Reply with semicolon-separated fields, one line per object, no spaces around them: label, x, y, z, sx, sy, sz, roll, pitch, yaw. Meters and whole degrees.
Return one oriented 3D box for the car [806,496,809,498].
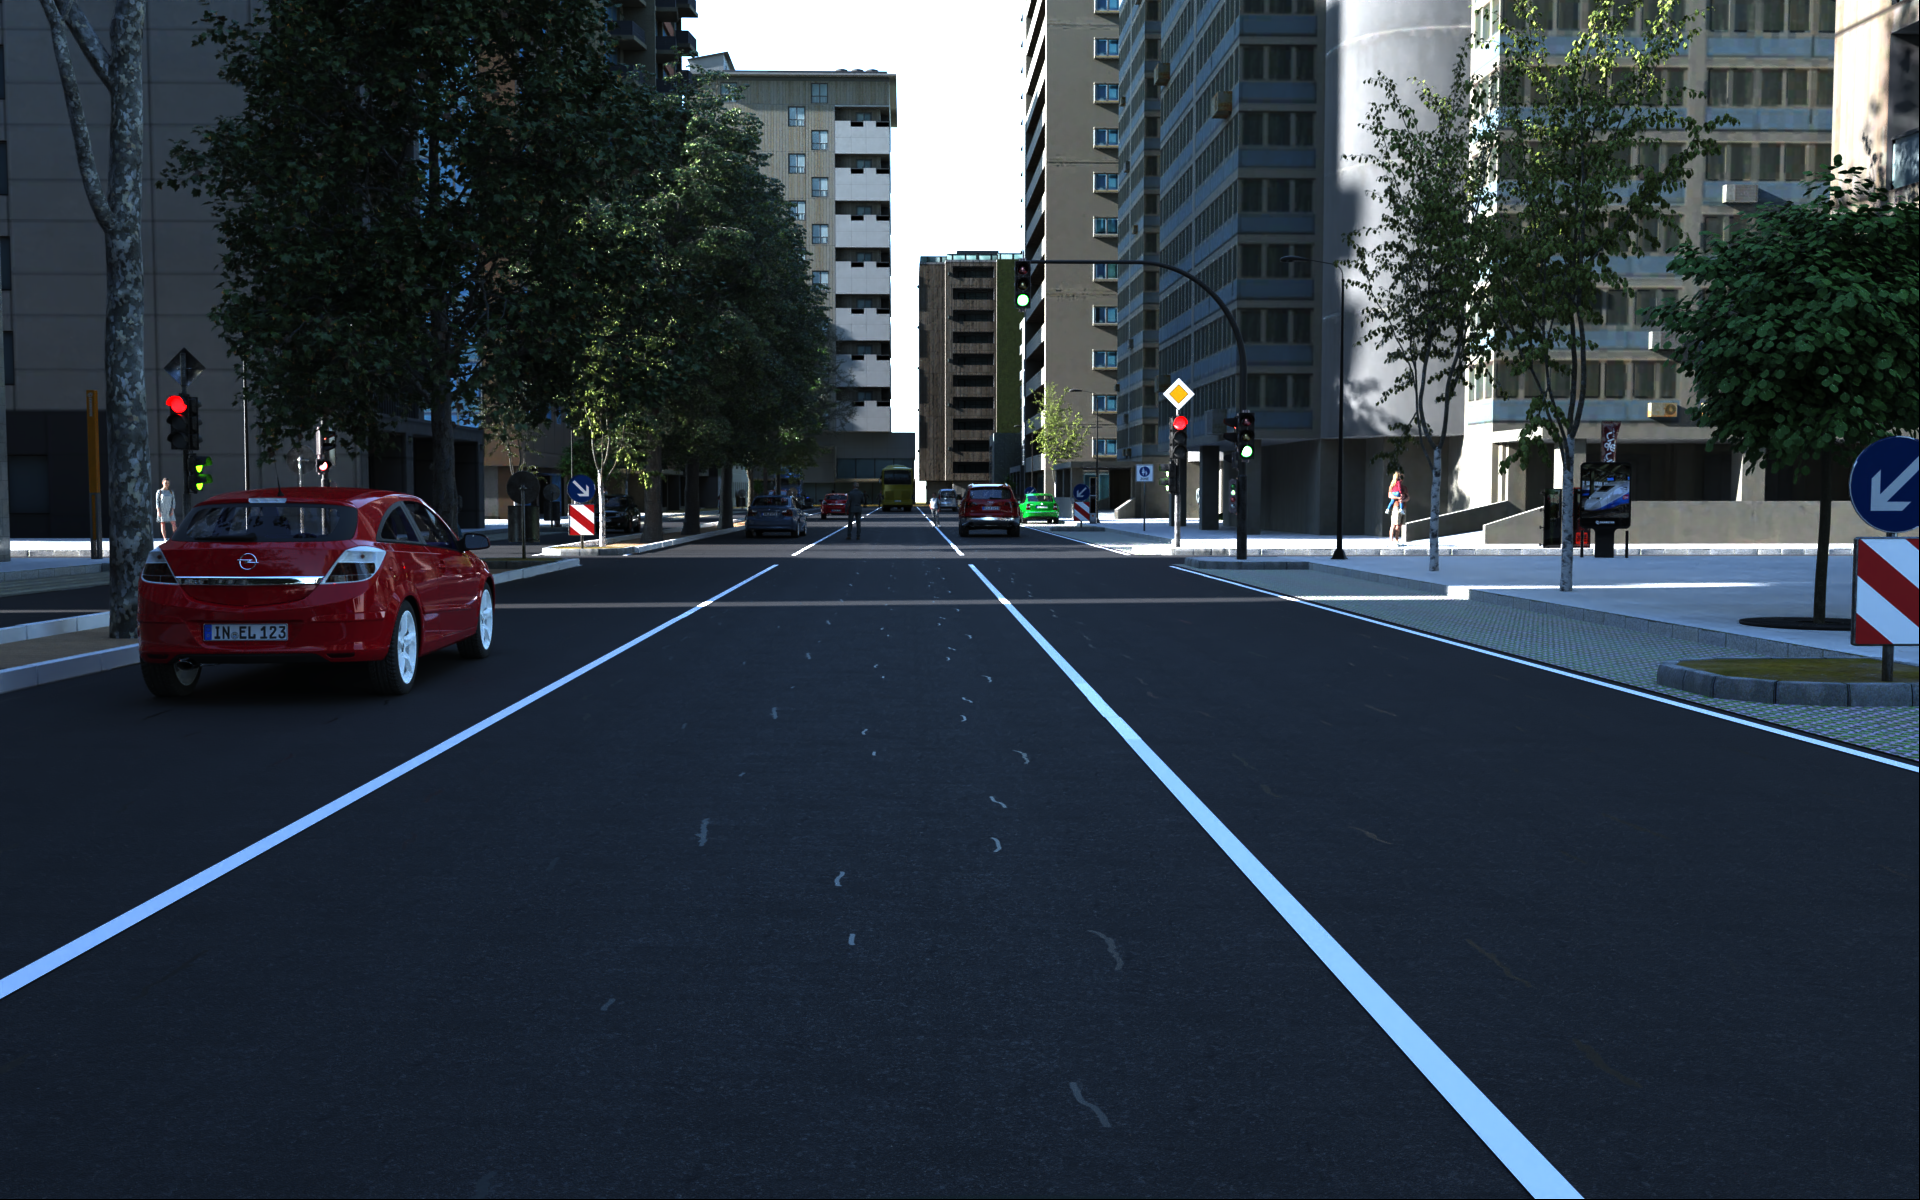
car;-17.195;-10.807;186.290;1.945;1.707;3.694;0;4;-1

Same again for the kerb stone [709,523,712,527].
kerb stone;-11.032;-3.252;75.364;0.120;0.150;1.000;0;4;-2

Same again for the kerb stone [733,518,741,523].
kerb stone;-11.459;-4.063;88.669;0.120;0.150;1.000;0;4;-2

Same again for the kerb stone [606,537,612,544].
kerb stone;-10.217;-1.683;49.753;0.120;0.150;1.000;0;4;-2

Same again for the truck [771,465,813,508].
truck;-16.085;-10.910;168.135;2.967;4.110;18.799;0;4;-1

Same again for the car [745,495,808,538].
car;-6.152;-2.814;58.012;2.014;1.417;4.499;0;3;0

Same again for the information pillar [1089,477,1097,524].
information pillar;5.792;-4.328;75.250;0.304;2.012;0.304;1;4;11

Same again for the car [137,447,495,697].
car;-4.930;-0.290;13.774;2.155;1.783;4.494;0;4;-4

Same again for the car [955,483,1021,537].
car;0.981;-3.122;59.717;2.281;1.827;5.304;0;4;-1

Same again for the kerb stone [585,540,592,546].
kerb stone;-10.124;-1.497;46.669;0.120;0.150;1.000;0;4;-2

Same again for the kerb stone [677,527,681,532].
kerb stone;-10.701;-2.620;65.096;0.120;0.150;1.000;0;4;-2

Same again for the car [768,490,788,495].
car;-15.310;-8.389;145.835;2.281;1.827;5.304;0;4;-3

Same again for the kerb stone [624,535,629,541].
kerb stone;-10.311;-1.873;52.822;0.120;0.150;1.000;0;4;-2

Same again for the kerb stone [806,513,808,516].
kerb stone;-10.196;-5.700;115.407;0.120;0.150;1.000;0;4;-2

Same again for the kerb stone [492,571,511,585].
kerb stone;-7.425;-0.337;27.820;0.120;0.150;1.000;0;4;-2

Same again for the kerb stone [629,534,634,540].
kerb stone;-10.344;-1.936;53.844;0.120;0.150;1.000;0;4;-2

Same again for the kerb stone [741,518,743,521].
kerb stone;-11.479;-4.126;89.691;0.120;0.150;1.000;0;4;-2

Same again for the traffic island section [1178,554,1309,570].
traffic island section;5.544;-0.718;34.023;2.009;0.180;2.903;0;4;-2

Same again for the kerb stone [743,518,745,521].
kerb stone;-11.522;-4.191;90.722;0.120;0.150;1.000;0;4;-2

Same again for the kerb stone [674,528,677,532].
kerb stone;-10.672;-2.561;64.073;0.120;0.150;1.000;0;4;-2

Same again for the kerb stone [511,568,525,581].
kerb stone;-7.459;-0.407;28.850;0.120;0.150;1.000;0;4;-2

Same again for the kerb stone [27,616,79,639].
kerb stone;-9.192;0.292;17.429;0.120;0.150;1.000;0;4;-2

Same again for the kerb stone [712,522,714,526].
kerb stone;-11.058;-3.312;76.386;0.120;0.150;1.000;0;4;-2

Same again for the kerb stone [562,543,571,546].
kerb stone;-10.018;-1.308;43.597;0.120;0.150;1.000;0;4;-2

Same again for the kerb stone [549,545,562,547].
kerb stone;-9.995;-1.246;42.572;0.120;0.150;1.000;0;4;-2

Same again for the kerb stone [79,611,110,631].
kerb stone;-9.225;0.229;18.453;0.120;0.150;1.000;0;4;-2

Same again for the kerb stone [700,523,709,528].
kerb stone;-10.990;-3.189;74.334;0.120;0.150;1.000;0;4;-2

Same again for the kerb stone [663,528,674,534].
kerb stone;-10.634;-2.497;63.043;0.120;0.150;1.000;0;4;-2

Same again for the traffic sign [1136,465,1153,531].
traffic sign;6.381;-3.533;59.900;0.606;2.300;0.079;0;4;8

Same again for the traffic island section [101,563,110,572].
traffic island section;-14.887;-0.679;33.383;2.009;0.180;2.903;0;4;-2

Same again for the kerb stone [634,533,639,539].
kerb stone;-10.379;-1.998;54.869;0.120;0.150;1.000;0;4;-2

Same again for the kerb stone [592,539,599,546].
kerb stone;-10.158;-1.560;47.693;0.120;0.150;1.000;0;4;-2

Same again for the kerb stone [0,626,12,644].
kerb stone;-9.157;0.360;16.403;0.120;0.150;1.000;0;4;-2

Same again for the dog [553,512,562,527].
dog;-15.913;-3.132;68.037;0.513;0.831;0.800;2;4;26

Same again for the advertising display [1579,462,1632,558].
advertising display;13.007;-1.816;34.909;0.974;1.923;0.123;1;4;23

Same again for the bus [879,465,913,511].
bus;-5.354;-9.444;145.956;2.896;3.916;12.252;0;4;-3

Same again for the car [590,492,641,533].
car;-12.954;-3.346;64.488;2.009;1.686;4.222;0;4;-3

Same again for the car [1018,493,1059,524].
car;3.781;-4.632;84.537;1.959;1.807;4.718;0;4;-3

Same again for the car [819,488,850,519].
car;-7.073;-5.549;99.764;2.155;1.783;4.494;0;4;-3

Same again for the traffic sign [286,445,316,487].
traffic sign;-16.929;-2.717;44.524;0.768;2.556;0.104;0;3;0

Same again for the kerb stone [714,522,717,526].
kerb stone;-11.097;-3.377;77.407;0.120;0.150;1.000;0;4;-2

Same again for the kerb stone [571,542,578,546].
kerb stone;-10.054;-1.370;44.622;0.120;0.150;1.000;0;4;-2

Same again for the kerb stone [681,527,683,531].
kerb stone;-10.733;-2.686;66.117;0.120;0.150;1.000;0;4;-2

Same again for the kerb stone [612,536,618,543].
kerb stone;-10.255;-1.748;50.777;0.120;0.150;1.000;0;4;-2

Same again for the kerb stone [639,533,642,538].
kerb stone;-10.413;-2.061;55.891;0.120;0.150;1.000;0;4;-2

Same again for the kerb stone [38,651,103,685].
kerb stone;-6.965;0.535;13.444;0.120;0.150;1.000;0;4;-2

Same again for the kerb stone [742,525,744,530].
kerb stone;-8.708;-2.817;68.277;0.120;0.150;1.000;0;4;-2

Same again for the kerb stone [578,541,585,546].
kerb stone;-10.091;-1.434;45.647;0.120;0.150;1.000;0;4;-2

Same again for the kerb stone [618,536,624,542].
kerb stone;-10.281;-1.811;51.801;0.120;0.150;1.000;0;4;-2

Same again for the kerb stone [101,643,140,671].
kerb stone;-7.002;0.474;14.473;0.120;0.150;1.000;0;4;-2

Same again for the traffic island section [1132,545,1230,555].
traffic island section;5.291;-1.206;42.004;2.009;0.180;2.903;0;4;-2

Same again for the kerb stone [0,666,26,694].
kerb stone;-6.932;0.598;12.423;0.120;0.150;1.000;0;4;-2

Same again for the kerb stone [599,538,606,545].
kerb stone;-10.186;-1.620;48.716;0.120;0.150;1.000;0;4;-2
